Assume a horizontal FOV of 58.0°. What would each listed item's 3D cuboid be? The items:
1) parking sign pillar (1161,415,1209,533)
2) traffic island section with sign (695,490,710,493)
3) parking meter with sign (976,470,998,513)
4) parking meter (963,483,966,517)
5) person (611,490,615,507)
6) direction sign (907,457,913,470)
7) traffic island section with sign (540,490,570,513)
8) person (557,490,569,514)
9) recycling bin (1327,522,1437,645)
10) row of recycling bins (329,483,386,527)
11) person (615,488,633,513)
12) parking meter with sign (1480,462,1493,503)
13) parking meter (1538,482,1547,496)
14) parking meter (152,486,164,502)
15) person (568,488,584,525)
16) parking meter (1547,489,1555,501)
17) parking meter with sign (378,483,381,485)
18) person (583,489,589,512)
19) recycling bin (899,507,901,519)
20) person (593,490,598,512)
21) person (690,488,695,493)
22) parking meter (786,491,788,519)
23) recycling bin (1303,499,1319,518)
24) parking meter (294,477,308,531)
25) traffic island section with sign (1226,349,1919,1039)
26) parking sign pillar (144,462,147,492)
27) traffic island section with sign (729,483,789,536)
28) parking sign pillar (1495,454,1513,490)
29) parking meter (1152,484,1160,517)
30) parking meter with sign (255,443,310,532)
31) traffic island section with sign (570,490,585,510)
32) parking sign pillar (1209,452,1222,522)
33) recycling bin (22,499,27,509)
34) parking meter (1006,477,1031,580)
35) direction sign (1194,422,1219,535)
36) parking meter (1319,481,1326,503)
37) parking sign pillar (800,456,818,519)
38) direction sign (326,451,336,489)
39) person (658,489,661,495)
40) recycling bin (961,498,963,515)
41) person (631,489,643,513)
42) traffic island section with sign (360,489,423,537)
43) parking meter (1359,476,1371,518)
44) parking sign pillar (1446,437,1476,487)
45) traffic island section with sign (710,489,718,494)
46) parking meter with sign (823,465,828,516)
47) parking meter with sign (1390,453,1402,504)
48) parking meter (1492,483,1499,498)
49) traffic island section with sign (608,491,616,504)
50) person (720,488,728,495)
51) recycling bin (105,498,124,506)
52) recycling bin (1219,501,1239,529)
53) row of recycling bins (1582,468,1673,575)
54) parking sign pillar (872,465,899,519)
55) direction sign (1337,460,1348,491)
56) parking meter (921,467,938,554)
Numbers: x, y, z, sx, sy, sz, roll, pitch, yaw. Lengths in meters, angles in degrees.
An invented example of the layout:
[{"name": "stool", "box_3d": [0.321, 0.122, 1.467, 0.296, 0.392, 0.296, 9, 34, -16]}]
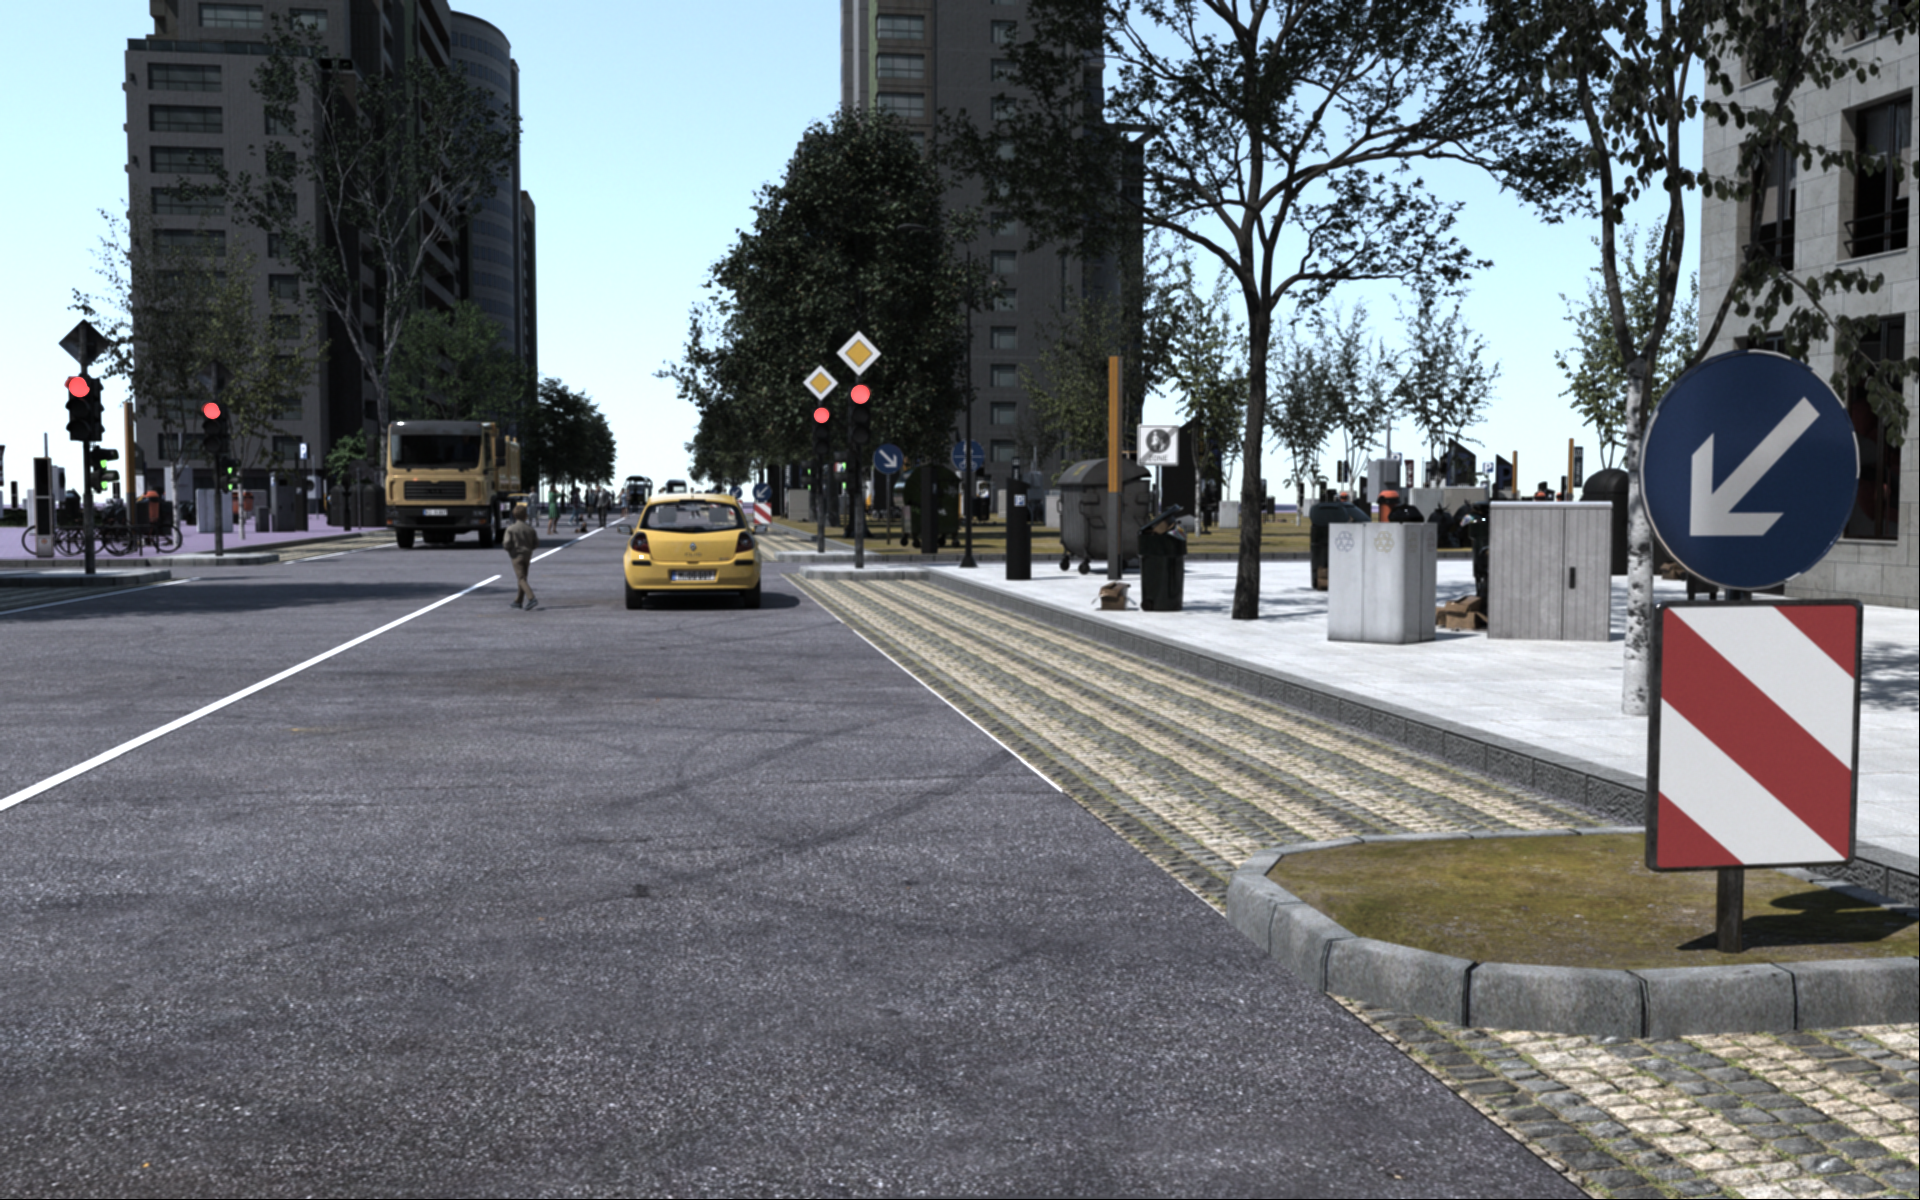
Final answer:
[{"name": "parking sign pillar", "box_3d": [7.358, -4.231, 57.652, 1.447, 3.967, 1.447, 0, 4, 0]}, {"name": "traffic island section with sign", "box_3d": [-23.858, -9.447, 163.086, 1.989, 1.847, 2.006, -1, 4, -9]}, {"name": "parking meter with sign", "box_3d": [1.939, -7.239, 114.620, 1.738, 3.016, 0.543, 1, 4, 18]}, {"name": "parking meter", "box_3d": [0.387, -5.471, 95.155, 0.255, 1.863, 0.399, 2, 4, 34]}, {"name": "person", "box_3d": [-37.018, -10.759, 184.278, 0.599, 1.838, 0.709, -2, 4, -28]}, {"name": "direction sign", "box_3d": [-2.865, -6.896, 104.740, 0.876, 3.537, 0.379, 0, 4, 7]}, {"name": "traffic island section with sign", "box_3d": [-31.412, -7.660, 133.865, 1.989, 1.847, 2.006, -1, 4, -9]}, {"name": "person", "box_3d": [-28.095, -6.929, 122.306, 1.217, 1.766, 0.721, 1, 4, 23]}, {"name": "recycling bin", "box_3d": [3.701, -0.160, 15.175, 0.722, 1.027, 0.722, 3, 5, 39]}, {"name": "row of recycling bins", "box_3d": [-23.622, -3.717, 67.889, 1.069, 1.692, 3.534, -3, 5, -45]}, {"name": "person", "box_3d": [-25.142, -7.424, 129.520, 1.348, 1.869, 0.705, -2, 4, -25]}, {"name": "parking meter with sign", "box_3d": [28.678, -6.016, 94.618, 0.543, 3.016, 1.738, 2, 4, 27]}, {"name": "parking meter", "box_3d": [27.258, -4.610, 81.078, 0.399, 1.863, 0.255, -2, 4, -34]}, {"name": "parking meter", "box_3d": [-26.737, -3.019, 57.778, 0.372, 1.533, 0.369, 0, 3, 0]}, {"name": "person", "box_3d": [-17.617, -4.291, 79.497, 0.643, 1.720, 0.563, 1, 4, 11]}, {"name": "parking meter", "box_3d": [29.278, -4.749, 86.055, 0.372, 1.533, 0.369, 0, 3, 0]}, {"name": "parking meter with sign", "box_3d": [-35.843, -6.662, 105.183, 1.738, 3.016, 0.543, 1, 4, 11]}, {"name": "person", "box_3d": [-30.259, -8.058, 140.381, 0.705, 1.807, 1.348, 1, 4, 9]}, {"name": "recycling bin", "box_3d": [-2.926, -4.808, 91.160, 0.722, 1.027, 0.722, 0, 4, -3]}, {"name": "person", "box_3d": [-28.517, -7.740, 135.585, 0.617, 1.759, 0.750, -1, 4, -10]}, {"name": "person", "box_3d": [-15.784, -5.778, 102.994, 0.620, 1.820, 0.660, -3, 5, -44]}, {"name": "parking meter", "box_3d": [-8.714, -4.914, 88.749, 0.372, 1.533, 0.369, 0, 3, 0]}, {"name": "recycling bin", "box_3d": [19.106, -4.986, 94.080, 0.722, 1.027, 0.722, -1, 4, -19]}, {"name": "parking meter", "box_3d": [-22.963, -3.341, 60.343, 0.399, 1.863, 0.255, 1, 4, 12]}, {"name": "traffic island section with sign", "box_3d": [1.943, 0.191, 5.509, 1.989, 1.847, 2.006, -1, 4, -9]}, {"name": "parking sign pillar", "box_3d": [-49.341, -7.090, 104.400, 1.447, 3.967, 1.447, -2, 4, -31]}, {"name": "traffic island section with sign", "box_3d": [-7.026, -3.160, 60.299, 1.989, 1.847, 2.006, -1, 4, -9]}, {"name": "parking sign pillar", "box_3d": [36.465, -7.779, 115.660, 1.447, 3.967, 1.447, 0, 4, -1]}, {"name": "parking meter", "box_3d": [10.850, -5.512, 95.834, 0.399, 1.863, 0.255, 1, 4, 17]}, {"name": "parking meter with sign", "box_3d": [-22.966, -3.816, 58.660, 0.543, 3.016, 1.738, 3, 5, 44]}, {"name": "traffic island section with sign", "box_3d": [-35.776, -9.293, 160.561, 1.989, 1.847, 2.006, -1, 4, -9]}, {"name": "parking sign pillar", "box_3d": [11.596, -5.598, 80.006, 1.447, 3.967, 1.447, -1, 4, -22]}, {"name": "recycling bin", "box_3d": [-51.849, -5.137, 96.549, 0.722, 1.027, 0.722, -2, 4, -26]}, {"name": "parking meter", "box_3d": [0.877, -1.070, 25.899, 0.372, 1.533, 0.369, 0, 3, 0]}, {"name": "direction sign", "box_3d": [7.825, -3.853, 54.999, 0.876, 3.537, 0.379, -2, 4, -25]}, {"name": "parking meter", "box_3d": [16.117, -4.357, 76.950, 0.255, 1.863, 0.399, 0, 4, 5]}, {"name": "parking sign pillar", "box_3d": [-7.621, -5.948, 85.724, 1.447, 3.967, 1.447, -1, 4, -12]}, {"name": "direction sign", "box_3d": [-33.535, -6.144, 92.444, 0.379, 3.537, 0.876, 1, 4, 10]}, {"name": "person", "box_3d": [-25.713, -8.551, 148.310, 1.348, 1.824, 0.705, 2, 4, 35]}, {"name": "recycling bin", "box_3d": [0.509, -5.628, 104.580, 0.722, 1.027, 0.722, -3, 4, -37]}, {"name": "person", "box_3d": [-24.107, -7.337, 128.476, 1.348, 1.822, 0.705, -2, 4, -33]}, {"name": "traffic island section with sign", "box_3d": [-19.032, -3.041, 58.341, 1.989, 1.847, 2.006, -1, 4, -9]}, {"name": "parking meter", "box_3d": [13.075, -3.063, 55.795, 0.399, 1.863, 0.255, 0, 4, 6]}, {"name": "parking sign pillar", "box_3d": [23.502, -5.678, 81.302, 1.447, 3.967, 1.447, 3, 4, 37]}, {"name": "traffic island section with sign", "box_3d": [-11.379, -4.787, 86.902, 1.989, 1.847, 2.006, -1, 4, -9]}, {"name": "parking meter with sign", "box_3d": [-8.149, -6.577, 103.795, 0.543, 3.016, 1.738, -1, 4, -13]}, {"name": "parking meter with sign", "box_3d": [18.542, -4.740, 73.756, 0.543, 3.016, 1.738, 1, 4, 16]}, {"name": "parking meter", "box_3d": [27.983, -5.191, 90.592, 0.255, 1.863, 0.399, 0, 4, 1]}, {"name": "traffic island section with sign", "box_3d": [-49.201, -14.309, 242.577, 1.989, 1.847, 2.006, -1, 4, -9]}, {"name": "person", "box_3d": [-12.478, -5.074, 91.939, 0.782, 1.767, 0.515, 1, 4, 14]}, {"name": "recycling bin", "box_3d": [-49.177, -5.395, 100.766, 0.722, 1.027, 0.722, 0, 4, 7]}, {"name": "recycling bin", "box_3d": [9.905, -3.133, 63.780, 0.722, 1.027, 0.722, 0, 4, 7]}, {"name": "row of recycling bins", "box_3d": [11.763, -1.255, 27.634, 3.534, 1.692, 1.069, 0, 3, 0]}, {"name": "parking sign pillar", "box_3d": [-3.802, -6.163, 89.242, 1.447, 3.967, 1.447, -1, 4, -12]}, {"name": "direction sign", "box_3d": [25.811, -7.636, 116.852, 0.876, 3.537, 0.379, -2, 4, -25]}, {"name": "parking meter", "box_3d": [-0.654, -1.929, 37.247, 0.255, 1.863, 0.399, 1, 4, 22]}]
